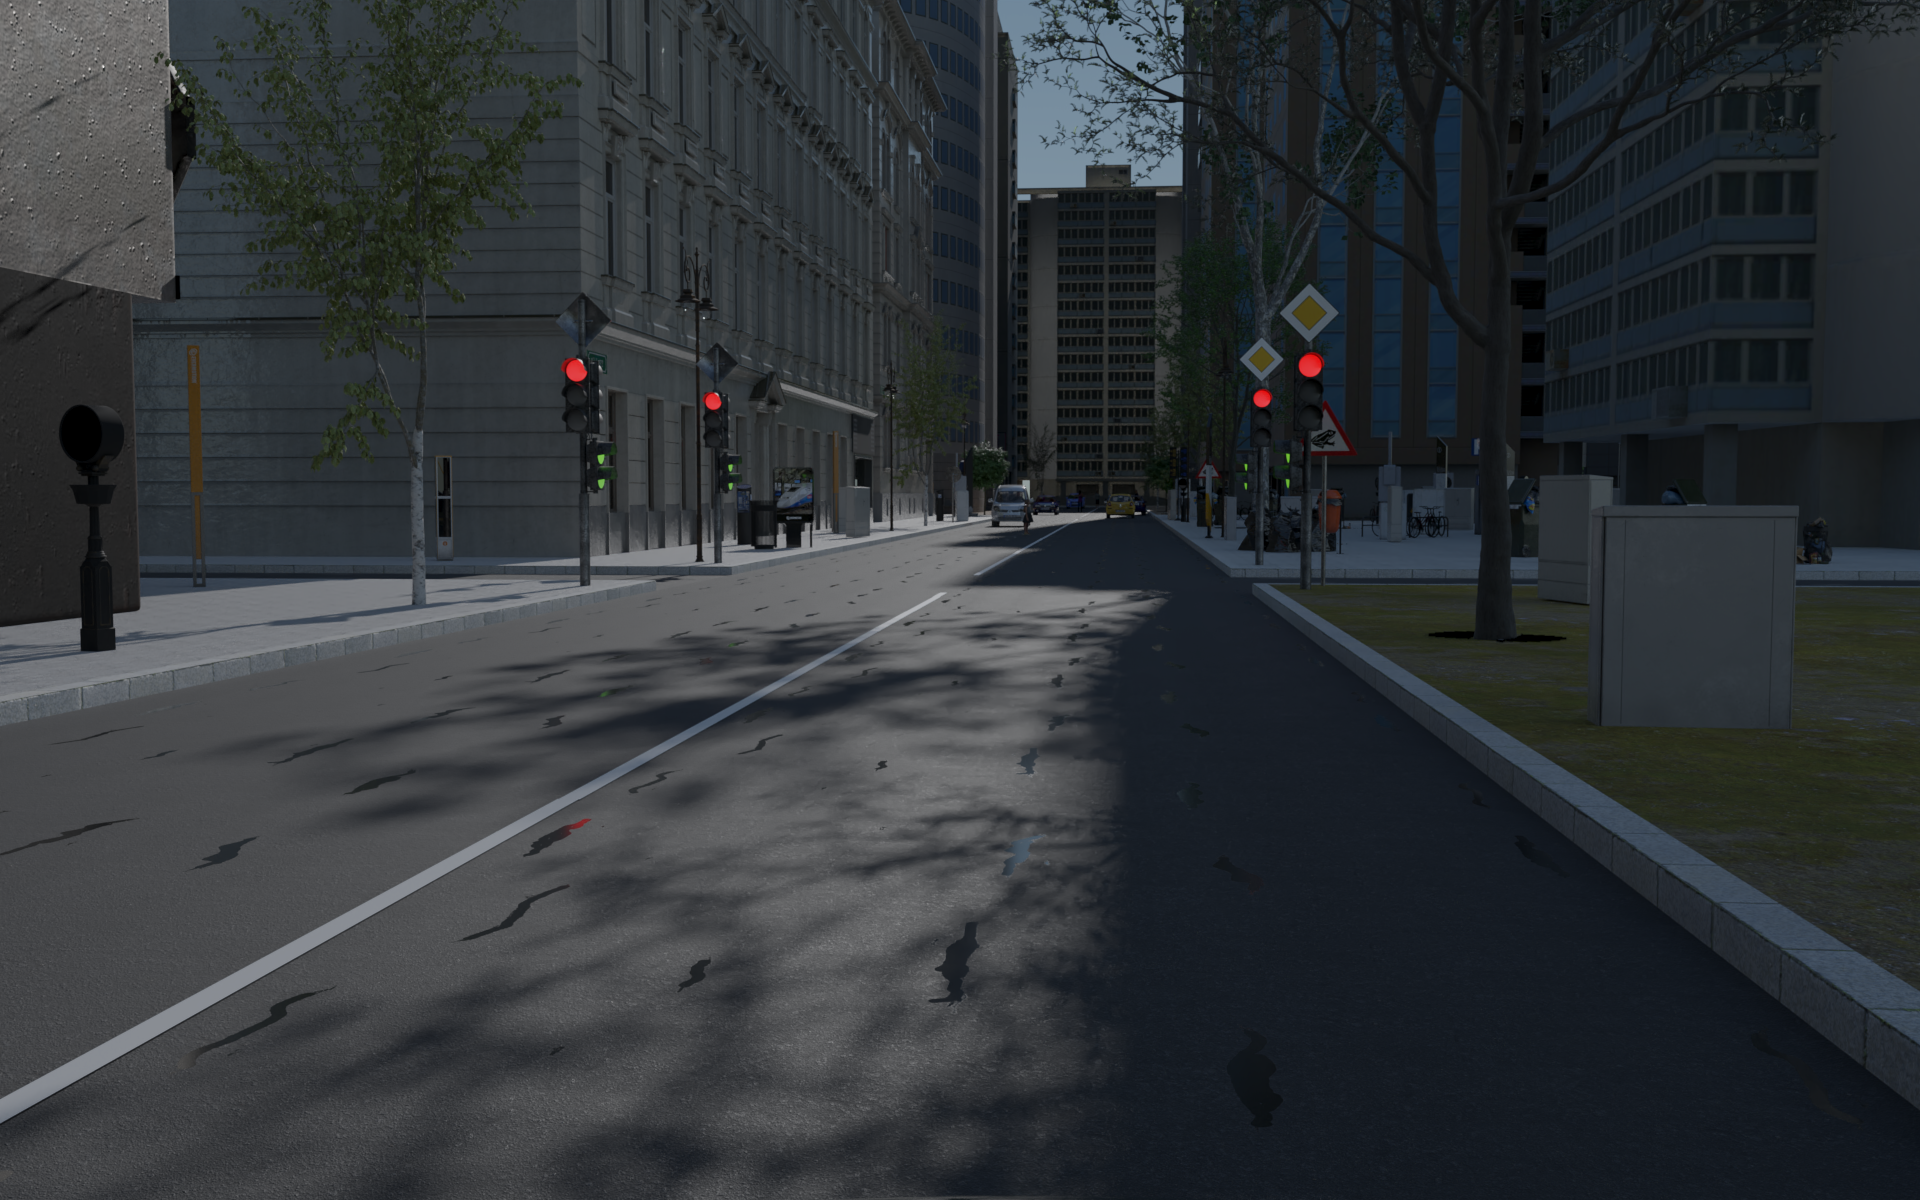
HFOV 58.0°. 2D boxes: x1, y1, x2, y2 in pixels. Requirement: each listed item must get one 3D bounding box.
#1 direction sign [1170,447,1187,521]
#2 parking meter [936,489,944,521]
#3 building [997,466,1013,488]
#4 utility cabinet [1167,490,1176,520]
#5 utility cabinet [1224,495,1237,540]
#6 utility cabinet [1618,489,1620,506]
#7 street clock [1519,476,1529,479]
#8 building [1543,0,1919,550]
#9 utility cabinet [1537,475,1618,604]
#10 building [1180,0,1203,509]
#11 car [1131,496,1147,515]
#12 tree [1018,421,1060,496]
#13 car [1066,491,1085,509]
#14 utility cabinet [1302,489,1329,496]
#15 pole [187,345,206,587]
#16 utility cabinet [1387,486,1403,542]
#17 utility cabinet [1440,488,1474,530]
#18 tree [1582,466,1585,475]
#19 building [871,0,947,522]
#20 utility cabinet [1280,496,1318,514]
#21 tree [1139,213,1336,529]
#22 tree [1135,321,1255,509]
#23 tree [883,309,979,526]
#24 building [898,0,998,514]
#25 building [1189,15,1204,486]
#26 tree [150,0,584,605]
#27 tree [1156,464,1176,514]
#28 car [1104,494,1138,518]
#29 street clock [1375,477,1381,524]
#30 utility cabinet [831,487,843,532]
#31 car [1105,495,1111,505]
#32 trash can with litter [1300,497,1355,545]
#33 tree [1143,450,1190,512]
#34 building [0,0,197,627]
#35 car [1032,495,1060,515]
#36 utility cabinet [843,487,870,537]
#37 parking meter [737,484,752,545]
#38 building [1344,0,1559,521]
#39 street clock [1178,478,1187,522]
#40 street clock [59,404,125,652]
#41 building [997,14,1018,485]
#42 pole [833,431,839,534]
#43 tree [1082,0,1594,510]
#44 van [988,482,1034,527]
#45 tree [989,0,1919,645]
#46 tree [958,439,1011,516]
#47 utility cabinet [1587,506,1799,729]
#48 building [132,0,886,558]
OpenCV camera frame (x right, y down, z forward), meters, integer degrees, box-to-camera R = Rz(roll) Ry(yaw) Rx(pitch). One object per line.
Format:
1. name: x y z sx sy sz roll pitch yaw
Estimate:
1. direction sign: 10.518 -5.594 83.462 0.876 3.537 0.379 2 4 26
2. parking meter: -0.949 -4.503 82.031 0.372 1.533 0.369 0 3 0
3. building: -6.021 -43.244 145.289 20.563 71.187 20.611 0 4 5
4. utility cabinet: 10.452 -4.699 85.501 0.318 1.500 1.173 0 4 0
5. utility cabinet: 7.558 -2.277 48.384 0.306 1.237 1.020 0 4 5
6. utility cabinet: 25.964 -3.690 69.008 0.318 1.500 1.173 -2 4 -33
7. street clock: 22.257 -3.902 68.371 0.358 2.002 0.471 3 5 45
8. building: 30.165 -21.668 46.146 23.993 40.220 32.217 0 4 5
9. utility cabinet: 7.252 -0.718 20.420 0.318 1.500 1.173 -1 4 -9
10. building: 31.417 -37.953 162.536 21.231 58.520 28.212 0 4 5
11. car: 11.711 -6.407 117.341 1.945 1.354 3.894 0 4 4
12. tree: 8.043 -13.727 174.804 4.360 8.622 3.978 0 3 0
13. car: 11.363 -9.817 170.099 1.945 1.707 3.694 0 4 7
14. utility cabinet: 16.392 -4.361 79.976 1.173 1.500 0.318 2 4 30
15. pole: -10.522 -1.836 23.858 0.158 3.312 0.155 0 3 0
16. utility cabinet: 11.673 -2.311 46.469 0.318 1.500 1.173 1 4 9
17. utility cabinet: 17.620 -3.230 61.487 1.173 1.500 0.318 3 4 39
18. tree: 36.241 -6.602 102.549 1.663 3.219 1.824 0 3 0
19. building: -8.674 -18.483 89.582 14.401 28.519 23.554 0 4 5
20. utility cabinet: 9.237 -2.201 47.140 1.020 1.237 0.306 1 4 12
21. tree: 10.200 -8.464 64.134 9.928 11.665 9.643 0 3 0
22. tree: 10.533 -7.555 73.884 4.737 8.622 4.395 0 3 0
23. tree: -1.347 -7.296 69.652 4.737 8.622 4.395 0 3 0
24. building: -8.859 -35.424 121.173 21.231 58.520 28.212 0 4 5
25. building: 29.856 -31.435 133.563 23.786 49.044 30.456 0 4 5
26. tree: -6.524 -4.251 19.866 4.737 8.622 4.395 0 3 0
27. tree: 13.337 -7.024 109.444 1.663 3.219 1.824 0 3 0
28. car: 9.592 -5.695 103.340 2.015 1.641 3.980 0 4 6
29. street clock: 17.915 -4.248 74.018 0.358 2.002 0.471 0 4 -7
30. utility cabinet: -3.735 -3.001 57.744 1.173 1.500 0.318 -3 5 -40
31. car: 12.882 -7.976 142.416 2.014 1.417 4.499 0 4 7
32. trash can with litter: 8.916 -2.061 44.757 1.678 1.210 2.233 -1 4 -9
33. tree: 14.973 -8.694 125.867 4.285 4.588 4.351 0 3 0
34. building: -17.796 -8.969 14.097 16.811 18.784 16.820 0 4 5
35. car: 5.919 -6.518 119.145 1.945 1.354 3.894 0 4 5
36. utility cabinet: -3.008 -2.605 51.275 0.318 1.500 1.173 1 4 19
37. parking meter: -5.461 -2.169 43.880 0.372 1.533 0.369 0 3 0
38. building: 23.033 -26.786 88.060 14.600 45.320 14.200 0 4 5
39. street clock: 10.261 -4.580 79.452 0.471 2.002 0.358 3 5 42
40. street clock: -7.064 -0.585 14.137 0.471 2.002 0.358 1 4 21
41. building: -5.468 -33.459 170.751 21.600 48.544 21.300 0 4 5
42. pole: -4.019 -3.805 56.054 0.158 3.312 0.155 0 3 0
43. tree: 8.419 -11.291 40.491 12.611 20.169 13.585 0 3 0
44. van: 2.290 -4.289 77.137 2.013 2.044 4.112 0 4 4
45. tree: 4.586 -6.395 14.929 12.009 13.543 11.850 0 3 0
46. tree: 1.414 -7.357 104.002 4.285 4.588 4.351 0 3 0
47. utility cabinet: 4.052 0.094 9.618 1.020 1.237 0.306 0 4 8
48. building: -13.407 -17.104 56.058 17.030 29.872 44.131 0 4 5
